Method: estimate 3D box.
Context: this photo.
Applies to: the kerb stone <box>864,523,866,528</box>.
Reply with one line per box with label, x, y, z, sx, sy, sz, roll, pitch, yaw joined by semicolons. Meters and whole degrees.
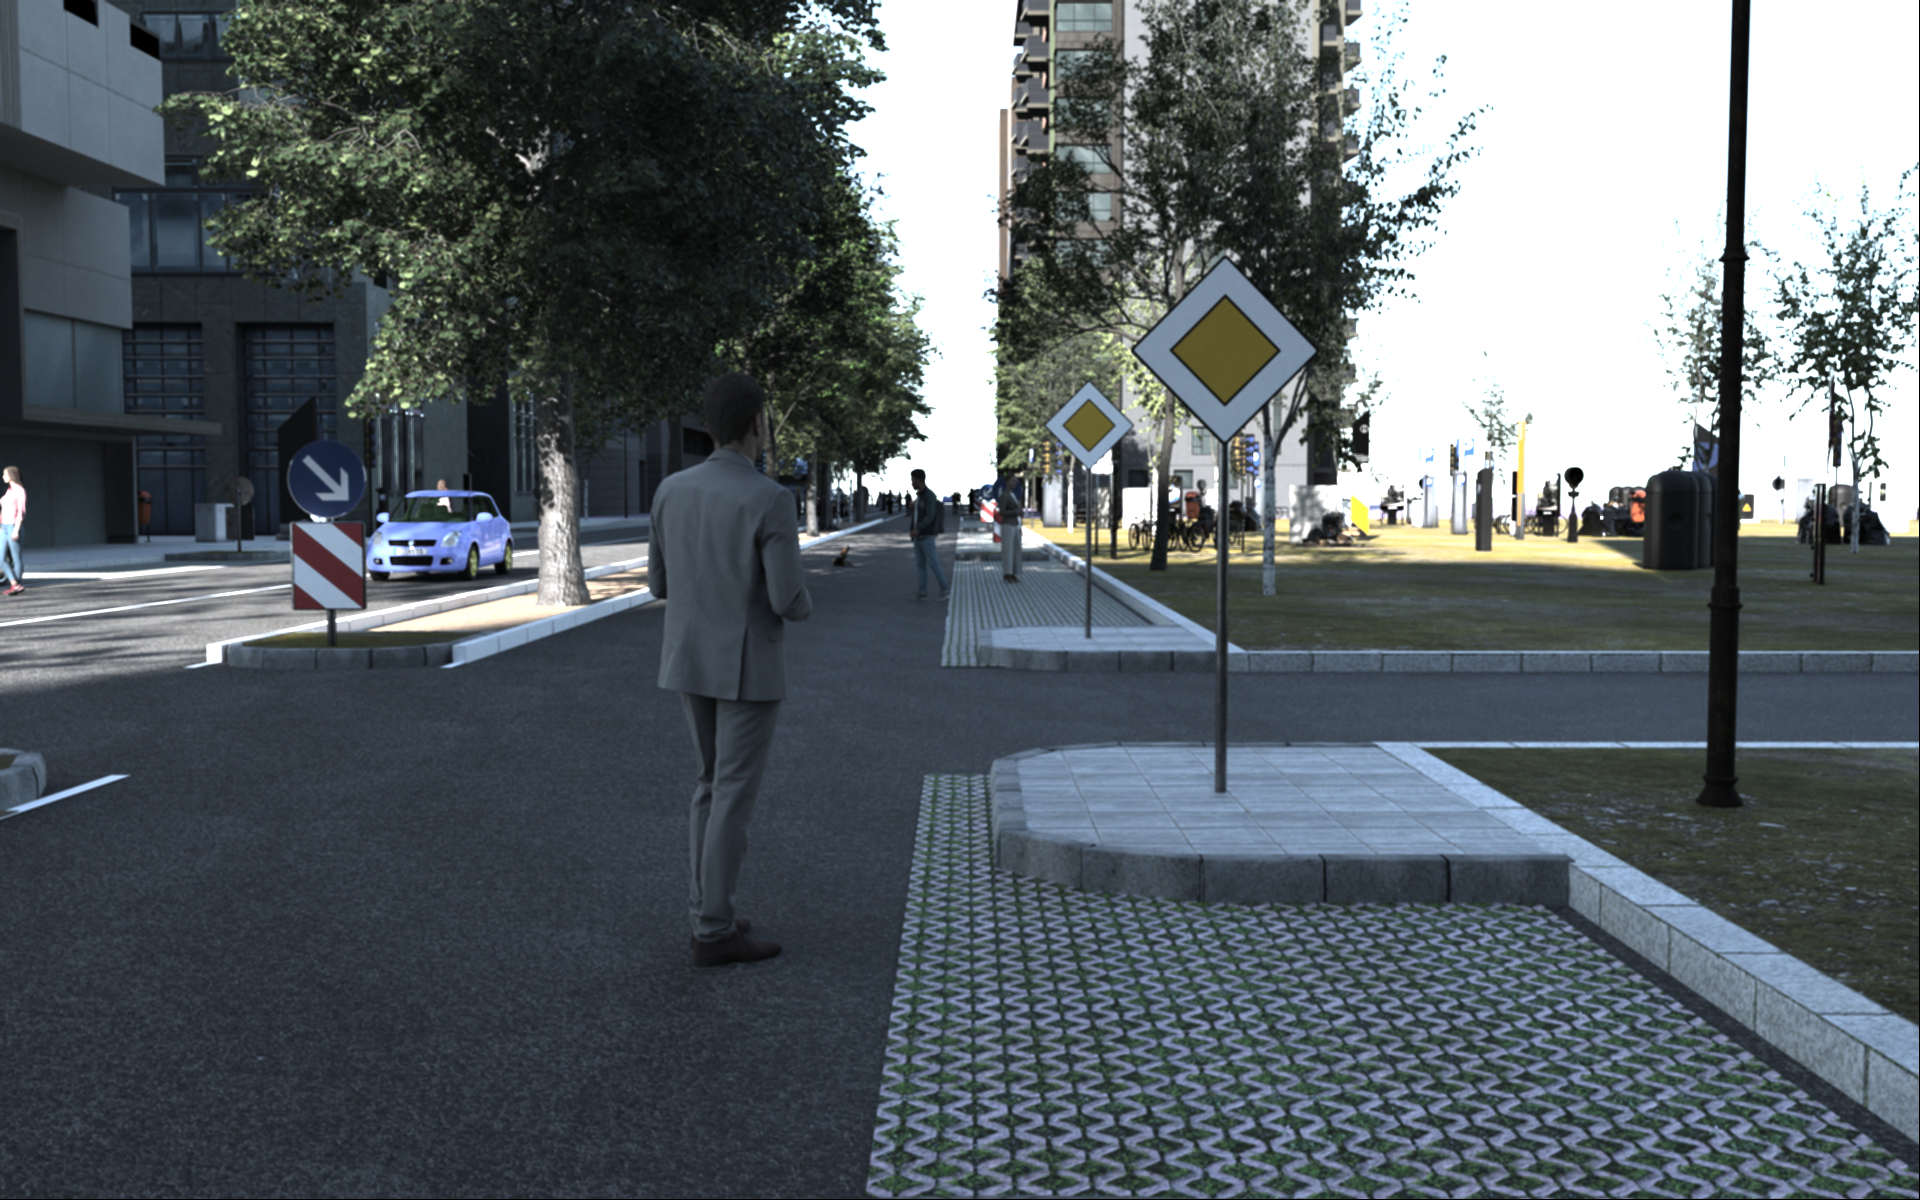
kerb stone;-4.093;-3.020;71.578;0.120;0.150;1.000;0;4;0

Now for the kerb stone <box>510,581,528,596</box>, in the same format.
kerb stone;-6.314;-0.137;24.443;0.120;0.150;1.000;0;4;0

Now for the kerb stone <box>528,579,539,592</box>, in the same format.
kerb stone;-6.306;-0.200;25.465;0.120;0.150;1.000;0;4;0

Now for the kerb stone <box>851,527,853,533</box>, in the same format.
kerb stone;-4.108;-2.518;63.371;0.120;0.150;1.000;0;4;0

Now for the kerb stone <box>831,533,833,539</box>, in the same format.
kerb stone;-4.133;-1.954;54.137;0.120;0.150;1.000;0;4;0

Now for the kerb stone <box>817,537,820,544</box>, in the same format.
kerb stone;-4.145;-1.639;48.999;0.120;0.150;1.000;0;4;0

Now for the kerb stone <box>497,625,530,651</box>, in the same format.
kerb stone;-4.232;0.368;16.186;0.120;0.150;1.000;0;4;0

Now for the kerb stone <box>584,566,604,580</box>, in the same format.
kerb stone;-6.293;-0.451;29.574;0.120;0.150;1.000;0;4;0

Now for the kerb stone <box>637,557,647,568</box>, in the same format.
kerb stone;-6.286;-0.702;33.672;0.120;0.150;1.000;0;4;0

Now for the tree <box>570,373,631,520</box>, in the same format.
tree;-18.631;-8.326;86.488;4.737;8.622;4.395;0;3;0

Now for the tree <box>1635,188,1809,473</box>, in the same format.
tree;18.553;-5.642;42.614;4.360;8.622;3.978;0;3;0

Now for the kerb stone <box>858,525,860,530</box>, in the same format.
kerb stone;-4.100;-2.769;67.472;0.120;0.150;1.000;0;4;0

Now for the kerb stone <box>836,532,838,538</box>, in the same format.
kerb stone;-4.137;-2.079;56.181;0.120;0.150;1.000;0;4;0

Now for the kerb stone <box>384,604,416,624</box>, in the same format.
kerb stone;-6.321;0.184;19.317;0.120;0.150;1.000;0;4;0

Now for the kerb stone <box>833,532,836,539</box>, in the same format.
kerb stone;-4.132;-2.012;55.160;0.120;0.150;1.000;0;4;0

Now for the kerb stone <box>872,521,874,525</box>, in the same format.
kerb stone;-4.066;-3.396;77.728;0.120;0.150;1.000;0;4;0

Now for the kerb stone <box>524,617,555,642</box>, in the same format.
kerb stone;-4.230;0.305;17.215;0.120;0.150;1.000;0;4;0

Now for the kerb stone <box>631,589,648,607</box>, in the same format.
kerb stone;-4.212;-0.007;22.348;0.120;0.150;1.000;0;4;0

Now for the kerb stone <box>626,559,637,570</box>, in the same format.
kerb stone;-6.287;-0.633;32.650;0.120;0.150;1.000;0;4;0

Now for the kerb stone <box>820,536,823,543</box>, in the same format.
kerb stone;-4.144;-1.702;50.026;0.120;0.150;1.000;0;4;0

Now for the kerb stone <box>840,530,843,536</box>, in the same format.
kerb stone;-4.120;-2.204;58.238;0.120;0.150;1.000;0;4;0

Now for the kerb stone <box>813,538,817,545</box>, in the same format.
kerb stone;-4.143;-1.577;47.977;0.120;0.150;1.000;0;4;0

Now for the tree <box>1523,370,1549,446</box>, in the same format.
tree;25.682;-8.095;82.717;4.360;8.622;3.978;0;3;0

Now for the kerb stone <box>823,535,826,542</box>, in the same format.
kerb stone;-4.137;-1.760;51.058;0.120;0.150;1.000;0;4;0

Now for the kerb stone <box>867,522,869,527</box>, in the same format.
kerb stone;-4.081;-3.145;73.624;0.120;0.150;1.000;0;4;0

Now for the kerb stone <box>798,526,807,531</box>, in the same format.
kerb stone;-6.195;-2.825;68.501;0.120;0.150;1.000;0;4;0

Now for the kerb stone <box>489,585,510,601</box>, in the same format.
kerb stone;-6.313;-0.075;23.417;0.120;0.150;1.000;0;4;0

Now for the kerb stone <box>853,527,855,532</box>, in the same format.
kerb stone;-4.102;-2.580;64.393;0.120;0.150;1.000;0;4;0

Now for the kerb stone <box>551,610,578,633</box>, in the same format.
kerb stone;-4.224;0.242;18.251;0.120;0.150;1.000;0;4;0

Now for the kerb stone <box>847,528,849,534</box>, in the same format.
kerb stone;-4.125;-2.393;61.319;0.120;0.150;1.000;0;4;0

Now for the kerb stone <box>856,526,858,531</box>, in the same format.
kerb stone;-4.100;-2.706;66.441;0.120;0.150;1.000;0;4;0

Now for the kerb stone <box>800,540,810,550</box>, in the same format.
kerb stone;-4.149;-1.452;45.932;0.120;0.150;1.000;0;4;0

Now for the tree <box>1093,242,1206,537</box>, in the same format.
tree;6.079;-6.200;51.732;4.737;8.622;4.395;0;3;0

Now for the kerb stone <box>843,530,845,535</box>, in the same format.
kerb stone;-4.118;-2.259;59.269;0.120;0.150;1.000;0;4;0

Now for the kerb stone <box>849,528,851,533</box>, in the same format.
kerb stone;-4.107;-2.456;62.346;0.120;0.150;1.000;0;4;0

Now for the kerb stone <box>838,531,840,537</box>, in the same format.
kerb stone;-4.130;-2.139;57.209;0.120;0.150;1.000;0;4;0

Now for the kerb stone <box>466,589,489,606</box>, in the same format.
kerb stone;-6.317;-0.012;22.394;0.120;0.150;1.000;0;4;0

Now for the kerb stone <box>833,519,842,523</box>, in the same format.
kerb stone;-6.153;-3.960;86.938;0.120;0.150;1.000;0;4;0

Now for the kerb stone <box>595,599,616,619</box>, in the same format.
kerb stone;-4.221;0.118;20.295;0.120;0.150;1.000;0;4;0

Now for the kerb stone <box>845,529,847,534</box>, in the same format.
kerb stone;-4.114;-2.330;60.292;0.120;0.150;1.000;0;4;0

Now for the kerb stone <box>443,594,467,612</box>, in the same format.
kerb stone;-6.317;0.058;21.372;0.120;0.150;1.000;0;4;0

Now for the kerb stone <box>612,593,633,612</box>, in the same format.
kerb stone;-4.218;0.053;21.326;0.120;0.150;1.000;0;4;0

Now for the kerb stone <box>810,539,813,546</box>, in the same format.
kerb stone;-4.149;-1.514;46.956;0.120;0.150;1.000;0;4;0

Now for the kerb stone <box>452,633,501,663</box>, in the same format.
kerb stone;-4.236;0.430;15.161;0.120;0.150;1.000;0;4;0

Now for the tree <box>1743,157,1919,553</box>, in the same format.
tree;19.145;-5.313;37.227;4.737;8.622;4.395;0;3;0

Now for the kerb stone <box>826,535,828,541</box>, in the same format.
kerb stone;-4.135;-1.828;52.085;0.120;0.150;1.000;0;4;0

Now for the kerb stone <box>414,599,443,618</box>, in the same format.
kerb stone;-6.321;0.113;20.344;0.120;0.150;1.000;0;4;0

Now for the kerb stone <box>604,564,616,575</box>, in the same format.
kerb stone;-6.290;-0.514;30.596;0.120;0.150;1.000;0;4;0

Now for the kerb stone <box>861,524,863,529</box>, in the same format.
kerb stone;-4.093;-2.895;69.527;0.120;0.150;1.000;0;4;0

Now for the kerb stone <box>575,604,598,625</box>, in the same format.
kerb stone;-4.221;0.182;19.273;0.120;0.150;1.000;0;4;0

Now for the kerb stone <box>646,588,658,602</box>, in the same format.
kerb stone;-4.209;-0.072;23.376;0.120;0.150;1.000;0;4;0

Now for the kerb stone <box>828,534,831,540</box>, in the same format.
kerb stone;-4.138;-1.890;53.107;0.120;0.150;1.000;0;4;0

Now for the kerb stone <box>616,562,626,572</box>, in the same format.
kerb stone;-6.298;-0.574;31.618;0.120;0.150;1.000;0;4;0
